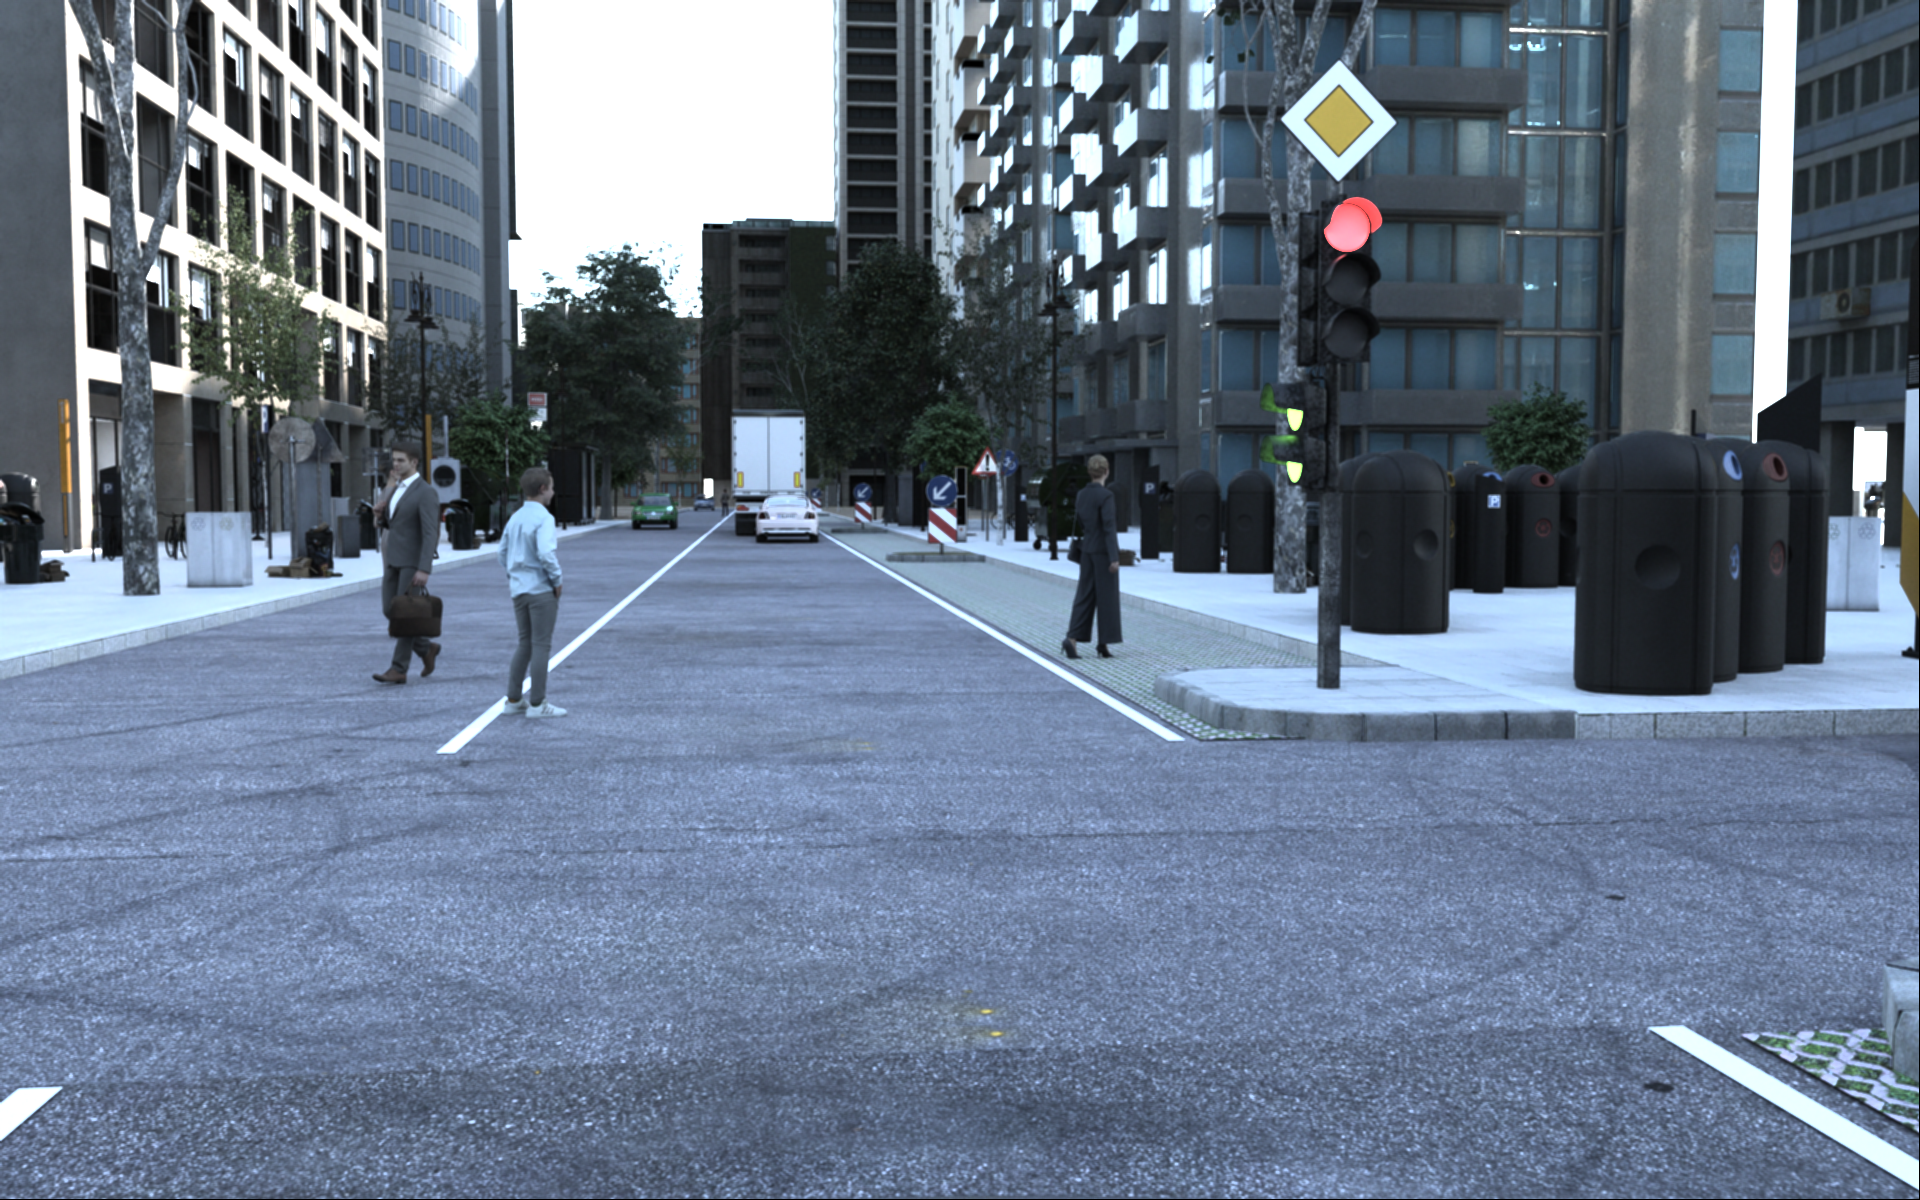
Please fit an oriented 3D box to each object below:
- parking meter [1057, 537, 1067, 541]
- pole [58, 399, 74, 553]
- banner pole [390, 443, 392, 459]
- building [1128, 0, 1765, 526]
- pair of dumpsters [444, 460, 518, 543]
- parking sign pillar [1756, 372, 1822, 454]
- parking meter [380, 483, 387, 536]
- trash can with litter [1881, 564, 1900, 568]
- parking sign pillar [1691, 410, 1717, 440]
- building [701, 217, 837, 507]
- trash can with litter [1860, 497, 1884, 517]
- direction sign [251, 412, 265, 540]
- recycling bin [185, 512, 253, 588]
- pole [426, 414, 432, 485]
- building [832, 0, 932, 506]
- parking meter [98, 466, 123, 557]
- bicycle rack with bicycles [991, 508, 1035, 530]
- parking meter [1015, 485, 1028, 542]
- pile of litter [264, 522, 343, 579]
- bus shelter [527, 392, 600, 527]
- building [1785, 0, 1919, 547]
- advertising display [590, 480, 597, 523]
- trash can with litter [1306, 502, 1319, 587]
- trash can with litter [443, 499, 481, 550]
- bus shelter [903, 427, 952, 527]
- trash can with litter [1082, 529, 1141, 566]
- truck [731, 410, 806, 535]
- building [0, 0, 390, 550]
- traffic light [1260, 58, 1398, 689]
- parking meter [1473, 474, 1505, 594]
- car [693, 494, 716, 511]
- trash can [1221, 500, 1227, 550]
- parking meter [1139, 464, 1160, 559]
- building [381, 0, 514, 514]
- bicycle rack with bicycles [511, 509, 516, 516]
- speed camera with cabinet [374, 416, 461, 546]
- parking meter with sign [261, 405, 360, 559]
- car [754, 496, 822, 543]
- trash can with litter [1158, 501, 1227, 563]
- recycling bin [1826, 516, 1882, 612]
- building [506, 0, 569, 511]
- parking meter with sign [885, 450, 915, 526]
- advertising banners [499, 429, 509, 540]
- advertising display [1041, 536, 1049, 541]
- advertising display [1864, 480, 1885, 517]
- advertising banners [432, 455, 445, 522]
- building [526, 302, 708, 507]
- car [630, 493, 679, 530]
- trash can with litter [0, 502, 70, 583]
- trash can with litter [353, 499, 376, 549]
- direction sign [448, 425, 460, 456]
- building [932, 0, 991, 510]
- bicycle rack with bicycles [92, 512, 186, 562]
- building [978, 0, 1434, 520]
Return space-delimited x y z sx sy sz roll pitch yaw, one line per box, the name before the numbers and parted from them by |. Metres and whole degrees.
parking meter | 2.770 -2.397 47.595 0.372 1.533 0.369 0 3 0
pole | -19.282 -2.661 37.350 0.158 3.312 0.155 0 3 0
banner pole | -27.015 -5.637 82.188 0.401 3.779 0.863 -1 4 -23
building | 16.440 -27.609 71.014 23.786 49.044 30.456 0 4 -7
pair of dumpsters | -13.152 -2.745 47.380 1.574 2.255 4.437 0 4 -7
parking sign pillar | 18.490 -3.073 38.720 1.447 3.967 1.447 2 4 25
parking meter | -12.817 -1.866 38.923 0.372 1.533 0.369 0 3 0
trash can with litter | 15.476 -1.202 30.708 2.233 1.210 1.678 3 4 38
parking sign pillar | 23.967 -4.115 55.744 1.447 3.967 1.447 -3 5 -44
building | -20.301 -25.204 183.786 14.107 30.474 14.160 0 4 -7
trash can with litter | 39.196 -3.870 74.665 1.055 1.170 0.624 -1 4 -20
direction sign | -19.492 -3.424 47.975 0.379 3.537 0.876 -1 4 -11
recycling bin | -10.317 -0.708 24.135 0.722 1.027 0.722 -1 4 -10
pole | -13.637 -3.093 44.411 0.158 3.312 0.155 0 3 0
building | -3.189 -45.869 188.205 20.611 71.187 20.563 0 4 -7
parking meter | -17.413 -1.824 35.531 0.399 1.863 0.255 0 4 3
bicycle rack with bicycles | 2.570 -3.039 63.077 2.925 0.926 2.852 0 4 7
parking meter | 1.664 -2.352 46.862 0.372 1.533 0.369 0 3 0
pile of litter | -10.198 -0.792 26.914 1.176 0.858 1.719 -1 4 -14
bus shelter | -16.252 -5.713 71.039 2.179 5.291 8.768 0 4 -7
building | 32.596 -20.821 32.304 23.993 40.220 32.217 0 4 -7
advertising display | -16.785 -4.460 78.129 0.974 1.923 0.123 2 4 34
trash can with litter | 4.894 -0.781 24.162 0.624 1.170 1.055 2 4 25
trash can with litter | -11.472 -1.750 39.995 0.624 1.170 1.055 0 4 2
bus shelter | -0.975 -4.430 63.716 1.731 3.624 6.357 0 4 -7
trash can with litter | 2.718 -1.207 31.122 1.055 1.170 0.624 1 4 14
truck | -6.985 -4.553 63.350 2.839 4.237 11.283 0 4 -6
building | -31.623 -15.293 54.559 19.350 26.468 34.151 0 4 -7
traffic light | 2.422 -1.372 11.358 0.839 4.253 0.868 0 4 -7
parking meter | 6.862 -0.859 22.462 0.372 1.533 0.369 0 3 0
car | -22.254 -8.491 150.827 2.014 1.417 4.499 0 4 -8
trash can | 6.218 -1.703 39.492 0.748 1.137 0.748 0 3 0
parking meter | 3.734 -1.742 34.190 0.399 1.863 0.255 1 4 9
building | -37.736 -33.854 95.517 21.231 58.520 28.212 0 4 -7
bicycle rack with bicycles | -20.693 -3.805 75.600 2.852 0.926 2.925 -3 5 -44
speed camera with cabinet | -13.600 -3.001 43.404 2.038 3.252 0.660 -1 4 -10
parking meter with sign | -12.896 -2.336 34.462 1.738 3.016 0.543 -2 4 -35
car | -5.221 -2.454 52.491 2.083 1.381 4.827 0 4 -5
trash can with litter | 4.903 -1.346 33.066 2.233 1.210 1.678 0 4 4
recycling bin | 9.737 -0.411 19.272 0.722 1.027 0.722 0 4 6
building | -47.465 -50.422 137.067 31.000 86.520 22.319 0 4 -7
parking meter with sign | -2.128 -4.454 69.085 1.738 3.016 0.543 0 4 -1
advertising banners | -12.056 -3.038 45.861 0.090 3.025 2.074 -1 4 -9
advertising display | 2.358 -2.582 47.429 0.123 1.923 0.974 -1 4 -12
advertising display | 42.600 -4.619 80.736 0.123 1.923 0.974 -2 4 -27
advertising banners | -23.407 -5.042 78.617 0.090 3.025 2.074 1 4 21
building | -42.429 -20.982 188.091 28.899 21.520 27.650 0 4 -7
car | -12.589 -3.835 71.498 1.959 1.807 4.718 -1 4 -8
trash can with litter | -13.458 -0.836 25.053 0.624 1.170 1.055 1 4 9
trash can with litter | -13.535 -1.768 40.297 1.055 1.170 0.624 -2 4 -24
direction sign | -16.600 -3.974 56.966 0.379 3.537 0.876 0 4 7
building | 12.330 -33.823 142.241 28.713 52.752 27.495 0 4 -7
bicycle rack with bicycles | -15.788 -1.262 34.020 2.852 0.926 2.925 -1 4 -20
building | 13.202 -30.144 112.459 23.786 49.044 30.456 0 4 -7
